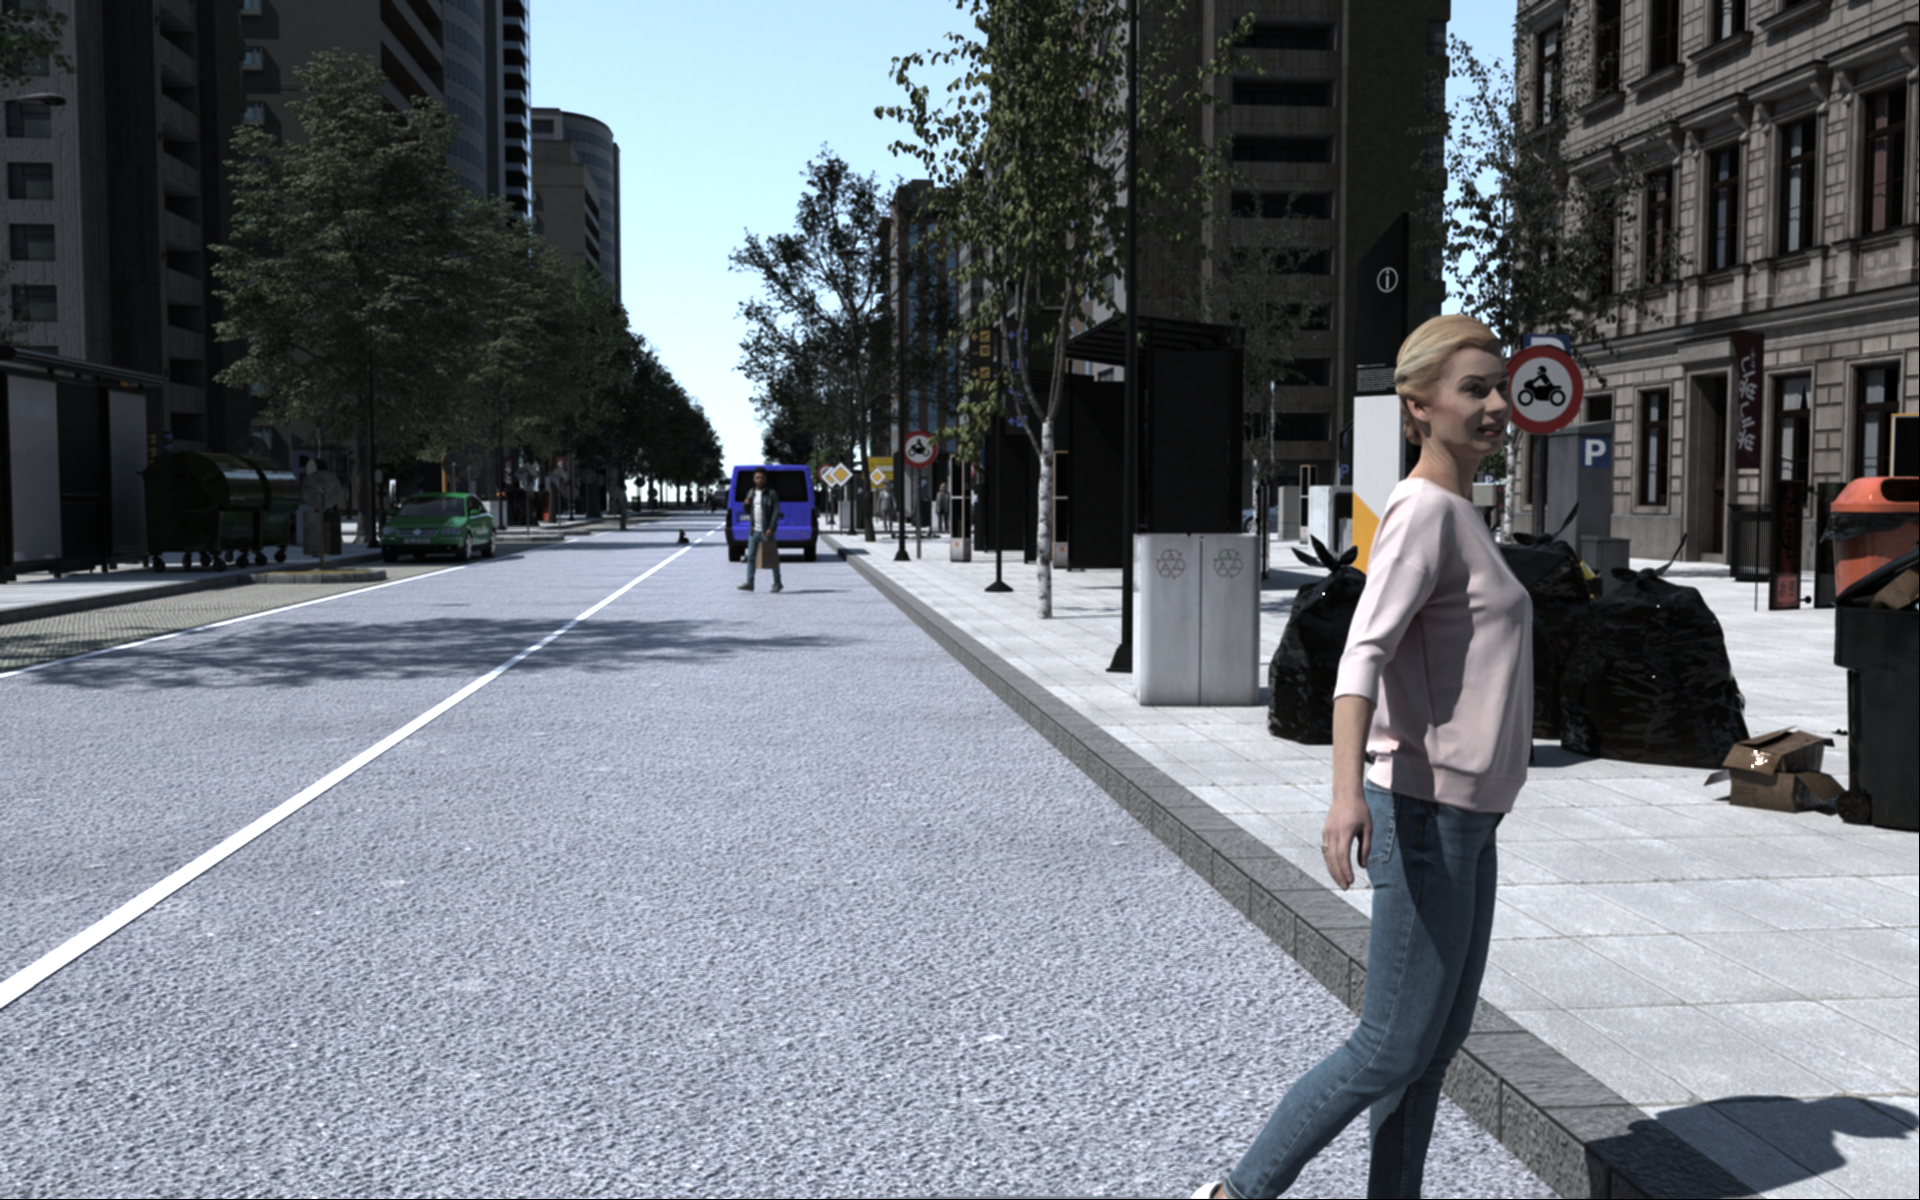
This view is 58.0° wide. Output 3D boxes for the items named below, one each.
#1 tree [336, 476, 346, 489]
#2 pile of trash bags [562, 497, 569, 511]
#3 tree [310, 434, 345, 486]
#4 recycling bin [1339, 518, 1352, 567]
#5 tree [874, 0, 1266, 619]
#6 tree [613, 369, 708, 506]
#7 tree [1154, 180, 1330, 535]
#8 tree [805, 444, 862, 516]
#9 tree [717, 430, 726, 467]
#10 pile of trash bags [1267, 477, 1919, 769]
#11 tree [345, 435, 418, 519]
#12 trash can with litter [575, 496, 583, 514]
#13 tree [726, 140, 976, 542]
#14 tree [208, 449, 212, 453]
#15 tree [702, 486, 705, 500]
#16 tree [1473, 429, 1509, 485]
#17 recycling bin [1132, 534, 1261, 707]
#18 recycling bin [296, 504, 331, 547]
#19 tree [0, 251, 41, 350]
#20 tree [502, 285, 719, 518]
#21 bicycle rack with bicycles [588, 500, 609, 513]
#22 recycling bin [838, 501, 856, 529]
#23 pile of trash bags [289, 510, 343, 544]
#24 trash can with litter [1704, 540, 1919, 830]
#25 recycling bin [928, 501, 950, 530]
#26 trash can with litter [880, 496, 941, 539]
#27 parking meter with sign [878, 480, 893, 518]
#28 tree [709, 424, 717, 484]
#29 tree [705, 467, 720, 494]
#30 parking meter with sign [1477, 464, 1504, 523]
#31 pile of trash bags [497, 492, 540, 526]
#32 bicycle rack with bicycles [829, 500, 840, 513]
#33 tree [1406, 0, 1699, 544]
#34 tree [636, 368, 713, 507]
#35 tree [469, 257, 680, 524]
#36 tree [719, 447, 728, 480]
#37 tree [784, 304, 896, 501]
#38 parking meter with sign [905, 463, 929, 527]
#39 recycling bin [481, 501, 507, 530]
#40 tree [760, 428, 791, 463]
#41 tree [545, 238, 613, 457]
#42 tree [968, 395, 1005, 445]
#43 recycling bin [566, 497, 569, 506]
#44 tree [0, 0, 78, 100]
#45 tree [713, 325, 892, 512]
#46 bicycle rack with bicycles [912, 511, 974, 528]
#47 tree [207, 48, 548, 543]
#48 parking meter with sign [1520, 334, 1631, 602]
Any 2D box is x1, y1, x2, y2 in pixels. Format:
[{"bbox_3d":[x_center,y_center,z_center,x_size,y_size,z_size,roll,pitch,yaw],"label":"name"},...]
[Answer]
[{"bbox_3d":[-33.223,-5.920,91.390,1.663,3.219,1.824,0,3,0],"label":"tree"},{"bbox_3d":[-30.321,-7.352,129.951,1.912,1.369,3.447,-1,4,-11],"label":"pile of trash bags"},{"bbox_3d":[-34.817,-6.835,95.460,4.285,4.588,4.351,0,3,0],"label":"tree"},{"bbox_3d":[4.338,-0.324,17.859,0.722,1.027,0.722,0,4,-1],"label":"recycling bin"},{"bbox_3d":[0.971,-4.127,17.840,4.737,8.622,4.395,0,3,0],"label":"tree"},{"bbox_3d":[-26.155,-14.120,148.987,7.486,12.596,7.792,0,3,0],"label":"tree"},{"bbox_3d":[6.642,-5.469,39.776,4.360,8.622,3.978,0,3,0],"label":"tree"},{"bbox_3d":[-7.596,-7.353,103.938,4.285,4.588,4.351,0,3,0],"label":"tree"},{"bbox_3d":[-37.420,-20.327,250.467,7.486,12.596,7.792,0,3,0],"label":"tree"},{"bbox_3d":[3.394,0.053,8.894,3.447,1.369,1.912,0,4,-4],"label":"pile of trash bags"},{"bbox_3d":[-29.292,-6.476,89.598,4.285,4.588,4.351,0,3,0],"label":"tree"},{"bbox_3d":[-28.582,-7.283,130.463,0.624,1.170,1.055,0,4,8],"label":"trash can with litter"},{"bbox_3d":[-2.751,-6.846,46.337,7.601,10.594,8.767,0,4,3],"label":"tree"},{"bbox_3d":[-31.650,-4.819,73.391,1.663,3.219,1.824,0,3,0],"label":"tree"},{"bbox_3d":[-38.138,-18.827,258.188,4.360,8.622,3.978,0,3,0],"label":"tree"},{"bbox_3d":[22.635,-5.604,75.336,4.285,4.588,4.351,0,3,0],"label":"tree"},{"bbox_3d":[1.460,0.109,10.772,0.722,1.027,0.722,0,4,1],"label":"recycling bin"},{"bbox_3d":[-15.863,-1.835,42.554,0.722,1.027,0.722,-1,4,-9],"label":"recycling bin"},{"bbox_3d":[-24.580,-5.580,41.591,4.360,8.622,3.978,0,3,0],"label":"tree"},{"bbox_3d":[-20.045,-10.823,93.959,9.611,12.733,9.660,0,3,0],"label":"tree"},{"bbox_3d":[-23.685,-6.202,114.782,2.852,0.926,2.925,1,4,10],"label":"bicycle rack with bicycles"},{"bbox_3d":[-4.116,-3.162,64.246,0.722,1.027,0.722,-1,4,-12],"label":"recycling bin"},{"bbox_3d":[-17.806,-2.164,45.129,3.447,1.369,1.912,0,4,-3],"label":"pile of trash bags"},{"bbox_3d":[3.516,0.277,6.858,0.624,1.170,1.055,-3,5,-43],"label":"trash can with litter"},{"bbox_3d":[-0.688,-3.047,62.372,0.722,1.027,0.722,1,4,22],"label":"recycling bin"},{"bbox_3d":[-1.428,-2.387,50.080,2.233,1.210,1.678,-3,4,-36],"label":"trash can with litter"},{"bbox_3d":[-3.746,-5.836,91.674,0.543,3.016,1.738,-3,4,-38],"label":"parking meter with sign"},{"bbox_3d":[-31.865,-16.824,193.192,7.486,12.596,7.792,0,3,0],"label":"tree"},{"bbox_3d":[-39.536,-19.625,271.227,4.737,8.622,4.395,0,3,0],"label":"tree"},{"bbox_3d":[16.306,-3.517,53.767,0.543,3.016,1.738,0,4,3],"label":"parking meter with sign"},{"bbox_3d":[-18.307,-3.696,70.177,1.912,1.369,3.447,-2,4,-27],"label":"pile of trash bags"},{"bbox_3d":[-7.344,-6.293,116.266,2.852,0.926,2.925,2,4,28],"label":"bicycle rack with bicycles"},{"bbox_3d":[8.508,-4.626,25.996,4.360,8.622,3.978,0,3,0],"label":"tree"},{"bbox_3d":[-29.228,-15.799,168.685,12.009,13.543,11.850,0,3,0],"label":"tree"},{"bbox_3d":[-17.707,-9.154,75.419,9.928,11.665,9.643,0,3,0],"label":"tree"},{"bbox_3d":[-33.090,-18.011,211.490,9.611,12.733,9.660,0,3,0],"label":"tree"},{"bbox_3d":[-4.599,-7.075,66.047,4.360,8.622,3.978,0,3,0],"label":"tree"},{"bbox_3d":[-1.582,-4.437,68.812,0.543,3.016,1.738,-2,4,-25],"label":"parking meter with sign"},{"bbox_3d":[-16.846,-3.057,62.544,0.722,1.027,0.722,3,5,43],"label":"recycling bin"},{"bbox_3d":[-23.506,-19.141,238.702,9.928,11.665,9.643,0,3,0],"label":"tree"},{"bbox_3d":[-17.526,-9.053,66.138,7.486,12.596,7.792,0,3,0],"label":"tree"},{"bbox_3d":[2.601,-9.855,111.485,4.360,8.622,3.978,0,3,0],"label":"tree"},{"bbox_3d":[-30.282,-7.328,132.374,0.722,1.027,0.722,-1,4,-23],"label":"recycling bin"},{"bbox_3d":[-11.006,-5.367,13.511,9.928,11.665,9.643,0,3,0],"label":"tree"},{"bbox_3d":[-9.616,-13.004,122.978,12.009,13.543,11.850,0,3,0],"label":"tree"},{"bbox_3d":[-0.221,-3.224,66.101,2.925,0.926,2.852,0,4,8],"label":"bicycle rack with bicycles"},{"bbox_3d":[-15.671,-7.777,45.280,7.486,12.596,7.792,0,3,0],"label":"tree"},{"bbox_3d":[6.476,-1.339,18.156,0.543,3.016,1.738,0,4,-6],"label":"parking meter with sign"}]
